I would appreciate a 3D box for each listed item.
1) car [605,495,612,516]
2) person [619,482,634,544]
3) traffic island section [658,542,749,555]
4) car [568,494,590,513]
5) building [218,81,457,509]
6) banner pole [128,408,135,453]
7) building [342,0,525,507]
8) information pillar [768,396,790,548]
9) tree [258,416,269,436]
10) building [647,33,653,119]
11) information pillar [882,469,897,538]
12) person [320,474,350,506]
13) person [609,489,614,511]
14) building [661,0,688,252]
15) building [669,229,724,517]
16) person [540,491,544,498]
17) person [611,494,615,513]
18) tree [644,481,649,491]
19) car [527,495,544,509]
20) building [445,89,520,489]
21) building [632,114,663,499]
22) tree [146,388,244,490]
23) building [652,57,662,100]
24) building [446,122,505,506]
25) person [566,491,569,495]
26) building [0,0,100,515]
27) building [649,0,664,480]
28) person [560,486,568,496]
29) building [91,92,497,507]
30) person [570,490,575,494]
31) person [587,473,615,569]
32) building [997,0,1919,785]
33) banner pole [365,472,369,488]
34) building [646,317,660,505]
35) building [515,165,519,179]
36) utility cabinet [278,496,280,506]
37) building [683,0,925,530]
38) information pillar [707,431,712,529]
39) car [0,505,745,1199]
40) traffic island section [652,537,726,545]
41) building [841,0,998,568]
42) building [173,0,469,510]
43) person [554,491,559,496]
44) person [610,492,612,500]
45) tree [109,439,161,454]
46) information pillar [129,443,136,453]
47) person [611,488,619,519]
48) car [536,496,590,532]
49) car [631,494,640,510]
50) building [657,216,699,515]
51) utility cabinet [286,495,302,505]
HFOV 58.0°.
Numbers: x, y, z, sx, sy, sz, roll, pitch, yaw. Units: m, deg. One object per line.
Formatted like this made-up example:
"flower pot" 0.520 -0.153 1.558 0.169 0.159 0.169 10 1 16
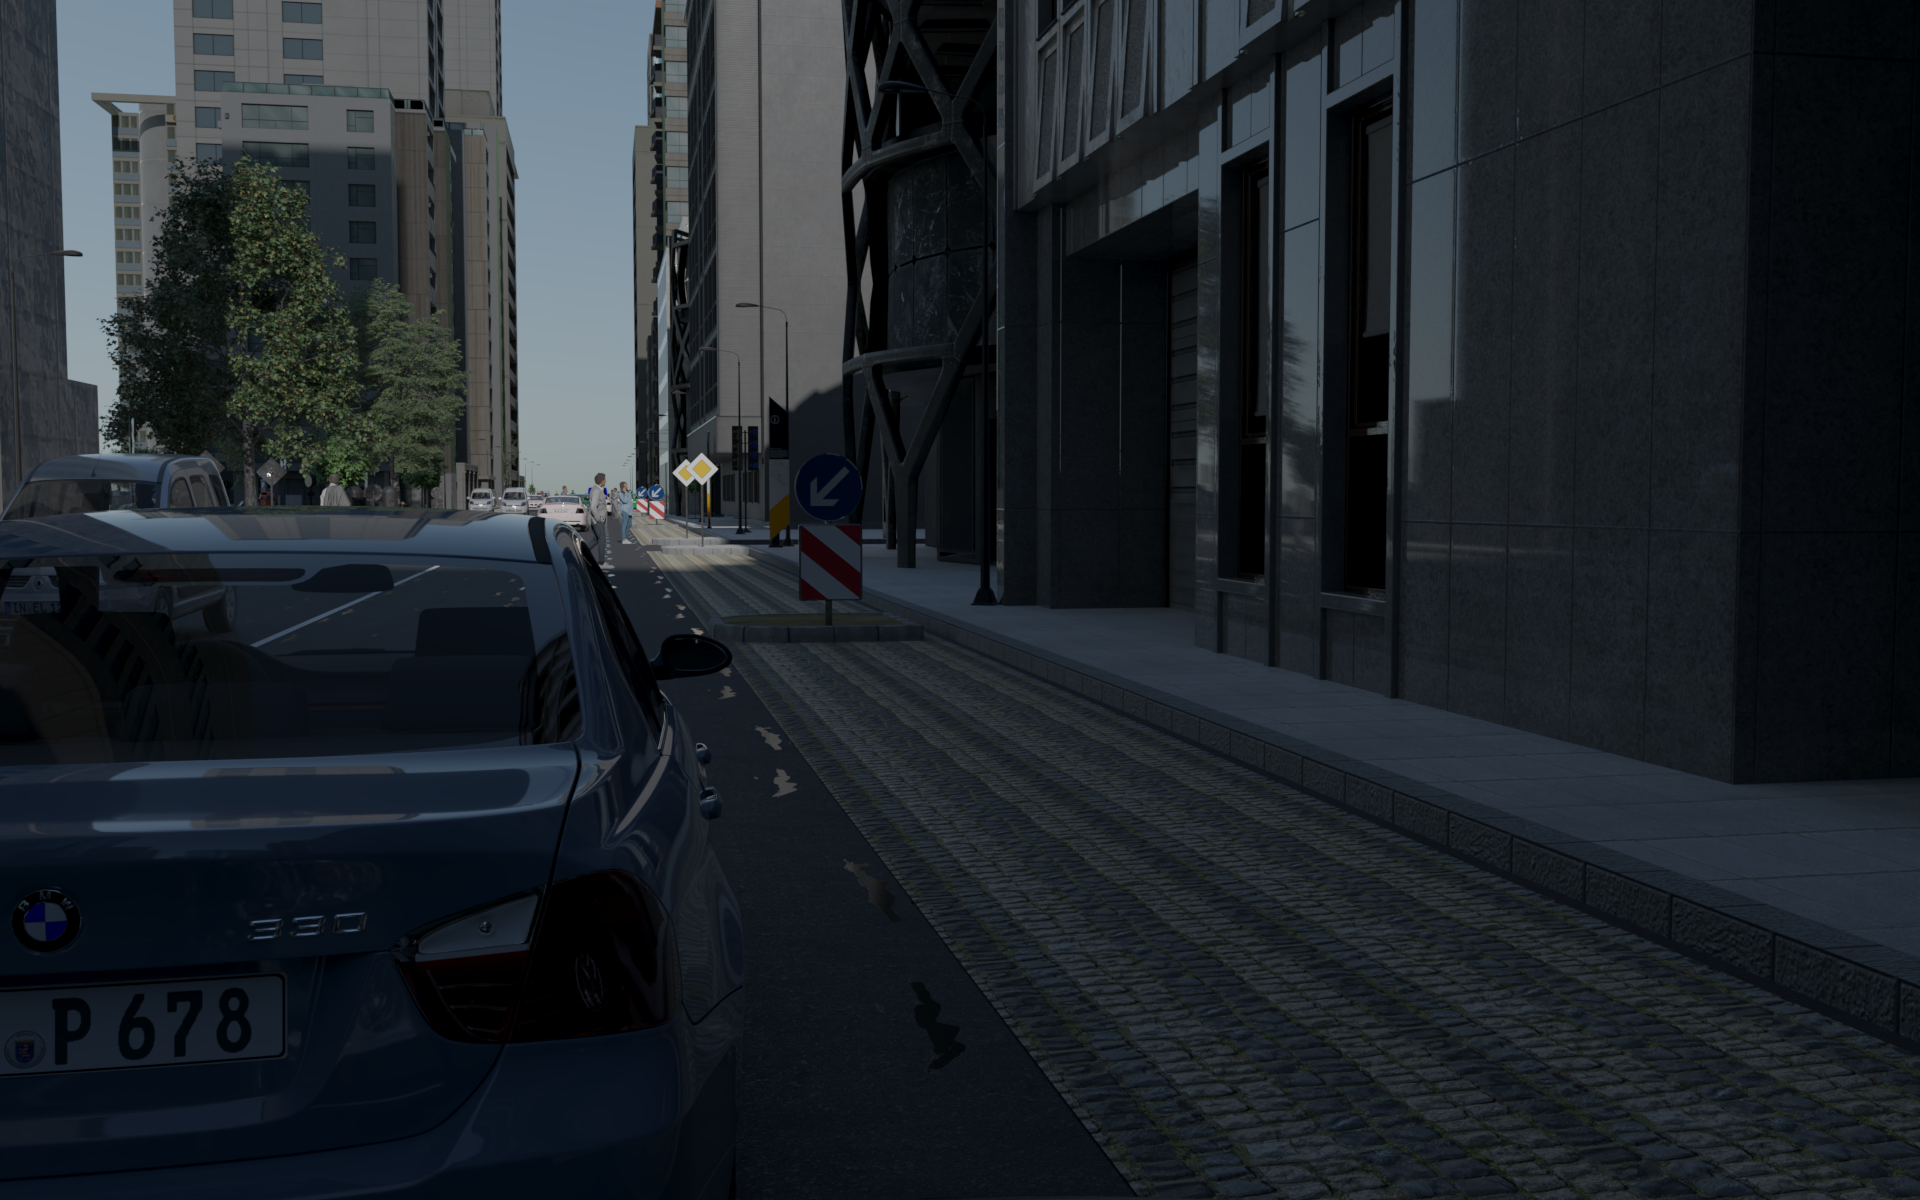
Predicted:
"car" -24.044 -6.266 114.809 2.083 1.381 4.827 -1 4 -13
"person" -9.652 -2.521 49.978 0.793 1.790 0.793 -1 4 -16
"traffic island section" -6.224 -1.208 42.028 2.009 0.180 2.903 -1 4 -12
"car" -21.239 -5.193 96.704 2.131 1.459 4.920 -1 4 -11
"building" -44.715 -21.668 125.981 14.160 30.474 14.107 -1 4 -12
"banner pole" -24.123 -3.701 50.535 0.401 3.779 0.863 -2 4 -32
"building" -69.213 -48.480 230.904 20.563 71.187 20.611 -1 4 -12
"information pillar" -4.340 -3.065 41.467 0.504 3.616 0.183 0 4 -1
"tree" -48.314 -10.159 116.468 4.737 8.622 4.395 0 3 0
"building" -40.135 -50.896 270.400 20.563 71.187 20.611 -1 4 -12
"information pillar" -2.048 -2.807 50.385 0.304 2.012 0.304 2 4 28
"person" -12.140 -1.535 33.694 0.679 1.850 0.850 1 4 17
"person" -28.721 -8.226 142.981 0.705 1.826 1.348 -2 4 -28
"building" -15.985 -27.588 134.662 14.154 41.232 14.086 -1 4 -12
"building" -8.308 -14.242 100.316 16.820 18.784 16.811 -1 4 -12
"person" -38.244 -9.098 157.971 0.721 1.743 1.217 -3 5 -42
"person" -26.360 -7.367 132.166 0.599 1.433 0.991 1 4 14
"tree" -36.852 -12.991 207.007 1.663 3.219 1.824 0 3 0
"car" -35.886 -8.174 146.002 2.083 1.381 4.827 -1 4 -13
"building" -65.288 -35.879 210.316 21.300 48.544 21.600 -1 4 -12
"building" -30.254 -36.427 219.286 21.300 48.544 21.600 -1 4 -12
"tree" -41.370 -8.663 91.997 4.737 8.622 4.395 0 3 0
"building" -34.158 -57.015 244.863 22.319 86.520 31.000 -1 4 -12
"building" -56.477 -30.638 184.521 14.154 41.232 14.086 -1 4 -12
"person" -36.102 -9.116 158.351 0.742 1.727 0.445 0 4 2
"building" -27.425 -35.883 24.944 20.611 71.187 20.563 -1 4 -12
"building" -16.480 -30.686 156.338 22.147 44.769 28.867 -1 4 -12
"person" -17.643 -4.214 77.505 0.767 1.812 0.694 -2 4 -24
"building" -61.157 -28.861 163.755 32.217 40.220 23.993 -1 4 -12
"person" -34.653 -8.959 154.997 1.348 1.821 0.705 0 4 0
"person" -7.045 -1.525 33.286 0.795 1.843 0.661 -1 4 -9
"building" 8.313 -11.799 10.938 12.078 24.808 19.932 -1 4 -12
"banner pole" -37.183 -7.254 108.612 0.401 3.779 0.863 -3 5 -39
"building" -19.213 -20.849 185.919 27.650 21.520 28.899 -1 4 -12
"building" -79.642 -40.648 253.836 28.713 52.752 27.495 -1 4 -12
"utility cabinet" -36.537 -4.944 91.999 0.306 1.237 1.020 1 4 15
"building" -4.070 -17.180 74.408 14.314 27.812 24.014 -1 4 -12
"information pillar" -9.346 -4.469 64.427 0.183 3.616 0.504 0 4 -4
"car" -1.521 0.479 4.176 2.014 1.417 4.499 -1 4 -12
"traffic island section" -7.836 -1.686 49.849 2.009 0.180 2.903 -1 4 -12
"building" 5.881 -10.250 35.045 16.820 18.784 16.811 -1 4 -12
"building" -50.777 -43.006 141.400 20.563 71.187 20.611 -1 4 -12
"person" -48.272 -12.123 207.258 0.990 1.755 0.434 1 4 21
"person" -35.681 -10.303 177.629 0.621 1.740 0.551 1 4 13
"tree" -48.869 -7.273 102.623 4.285 4.588 4.351 0 3 0
"information pillar" -37.095 -5.283 77.726 0.504 3.616 0.183 3 5 41
"person" -19.987 -5.598 100.209 0.466 1.800 0.511 -3 5 -40
"car" -15.249 -3.320 66.636 2.083 1.381 4.827 -1 4 -11
"car" -26.119 -7.886 137.736 1.959 1.807 4.718 -1 4 -12
"building" -14.673 -15.986 116.118 10.420 20.320 16.860 -1 4 -12
"utility cabinet" -43.444 -6.220 112.857 1.020 1.237 0.306 -2 4 -32
